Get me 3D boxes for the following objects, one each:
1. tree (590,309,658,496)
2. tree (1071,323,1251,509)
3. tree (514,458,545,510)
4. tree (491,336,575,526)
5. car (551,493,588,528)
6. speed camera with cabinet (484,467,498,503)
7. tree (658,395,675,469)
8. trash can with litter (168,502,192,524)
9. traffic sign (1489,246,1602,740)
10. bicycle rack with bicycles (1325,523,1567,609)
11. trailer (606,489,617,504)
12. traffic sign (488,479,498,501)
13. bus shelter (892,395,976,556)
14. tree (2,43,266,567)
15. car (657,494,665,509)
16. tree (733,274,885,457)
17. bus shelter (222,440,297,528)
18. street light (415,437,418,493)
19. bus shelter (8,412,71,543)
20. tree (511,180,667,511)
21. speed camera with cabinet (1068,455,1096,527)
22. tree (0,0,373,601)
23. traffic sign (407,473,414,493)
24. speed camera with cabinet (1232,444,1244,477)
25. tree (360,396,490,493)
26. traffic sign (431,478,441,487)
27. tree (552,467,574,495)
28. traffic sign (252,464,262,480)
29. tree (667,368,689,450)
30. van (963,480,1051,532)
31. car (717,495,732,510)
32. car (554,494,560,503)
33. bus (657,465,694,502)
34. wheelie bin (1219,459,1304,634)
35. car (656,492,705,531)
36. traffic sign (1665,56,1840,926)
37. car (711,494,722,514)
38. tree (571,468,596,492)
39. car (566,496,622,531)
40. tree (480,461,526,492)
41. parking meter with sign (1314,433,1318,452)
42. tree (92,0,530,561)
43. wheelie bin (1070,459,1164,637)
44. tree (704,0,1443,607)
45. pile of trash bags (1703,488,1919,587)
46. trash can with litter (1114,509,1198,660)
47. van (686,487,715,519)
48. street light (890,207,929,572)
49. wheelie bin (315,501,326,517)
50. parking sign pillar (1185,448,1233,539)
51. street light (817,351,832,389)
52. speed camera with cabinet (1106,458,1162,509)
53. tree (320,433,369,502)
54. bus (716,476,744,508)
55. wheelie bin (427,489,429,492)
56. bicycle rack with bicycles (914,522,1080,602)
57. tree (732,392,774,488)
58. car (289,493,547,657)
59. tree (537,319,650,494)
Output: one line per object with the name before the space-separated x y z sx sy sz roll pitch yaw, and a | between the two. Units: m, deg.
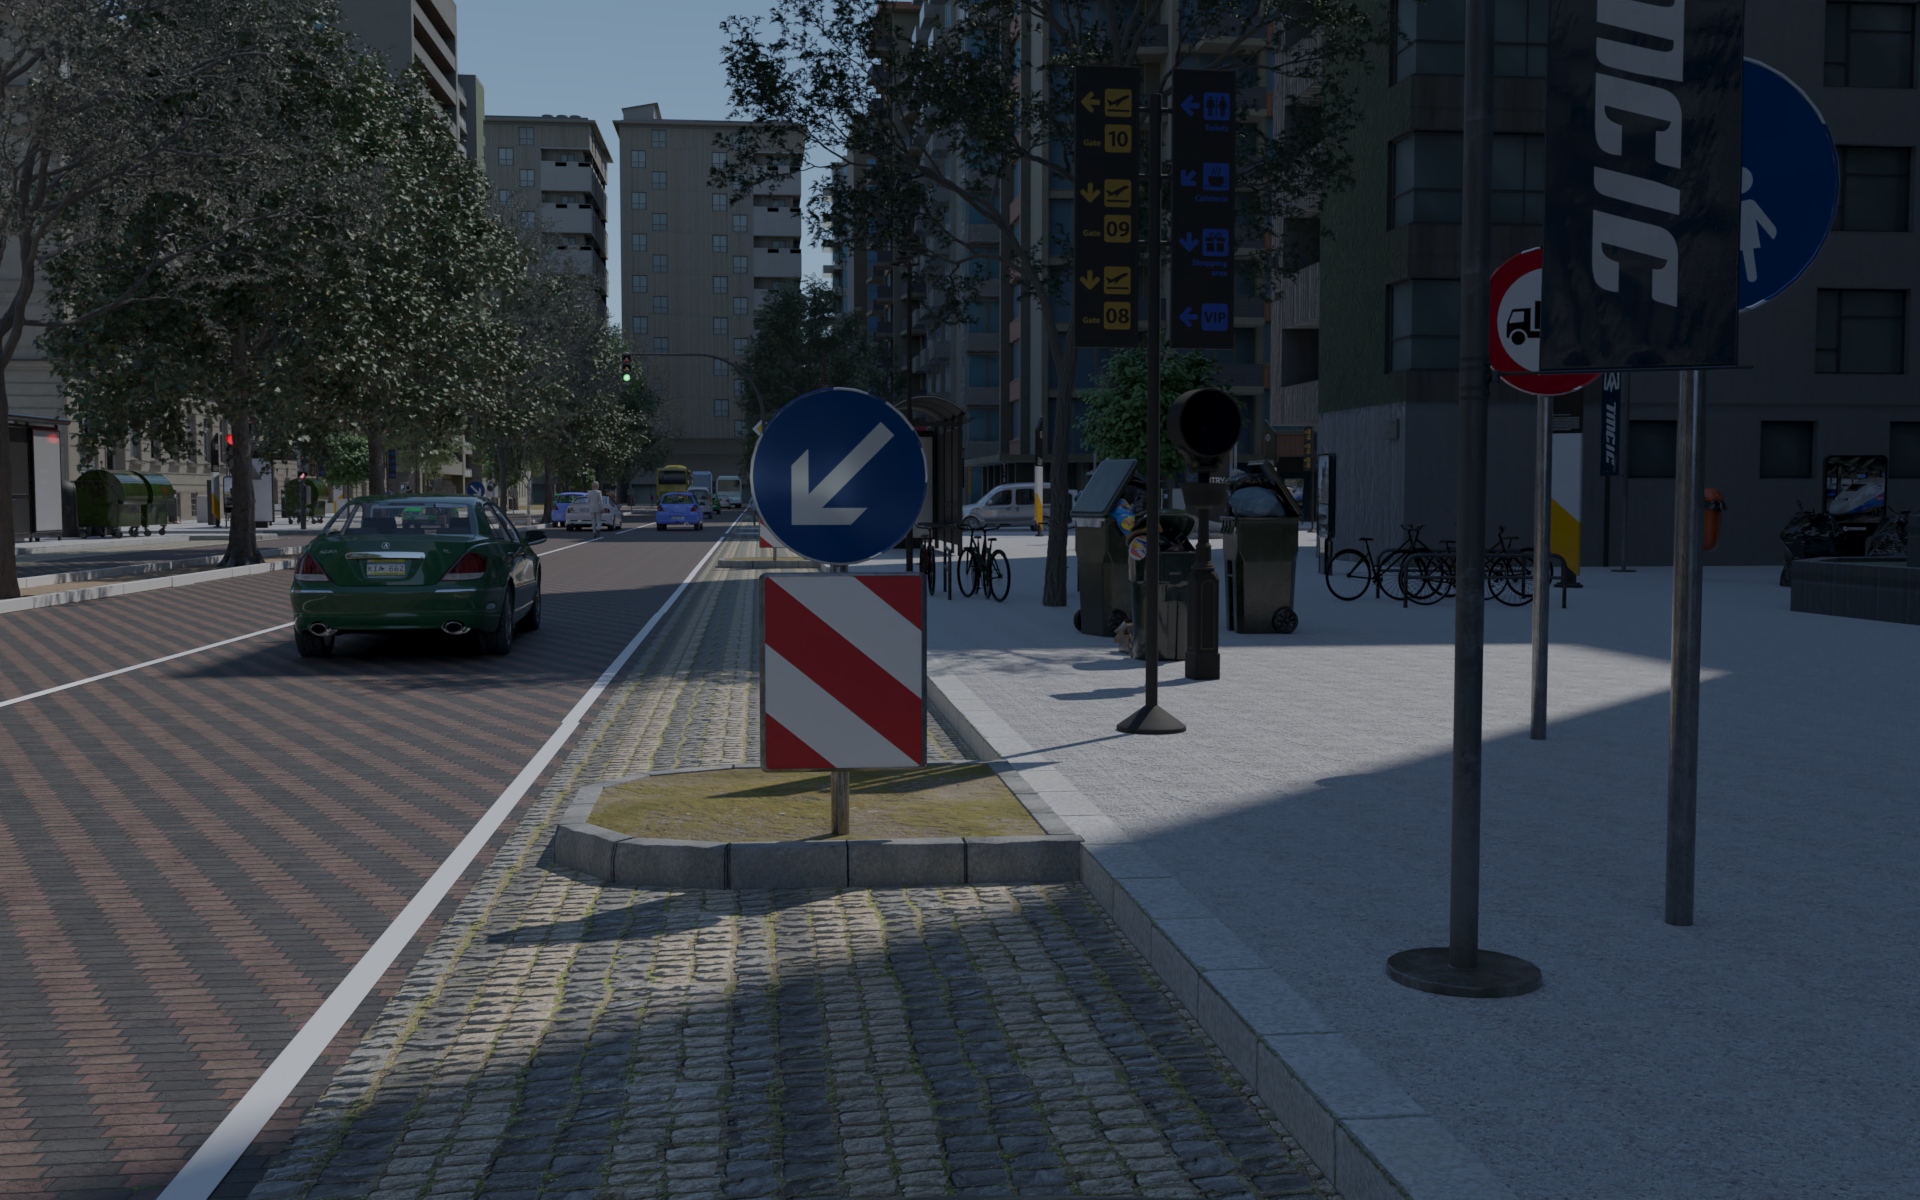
tree | -19.975 -10.055 83.857 9.611 12.733 9.660 0 3 0
tree | 3.853 -3.032 33.294 4.285 4.588 4.351 0 3 0
tree | -34.734 -13.373 136.775 7.486 12.596 7.792 0 3 0
tree | -19.167 -7.583 76.808 4.360 8.622 3.978 0 3 0
car | -16.754 -4.033 75.532 1.945 1.707 3.694 0 4 -5
speed camera with cabinet | -34.465 -8.007 125.250 2.038 3.252 0.660 1 4 12
tree | -23.280 -11.726 111.183 9.611 12.733 9.660 0 3 0
trash can with litter | -34.295 -3.863 74.219 2.233 1.210 1.678 0 4 -2
traffic sign | 3.029 -0.544 8.993 0.768 2.556 0.104 0 3 0
bicycle rack with bicycles | 5.808 -0.434 20.483 2.925 0.926 2.852 0 4 5
trailer | -38.926 -11.398 193.409 1.471 1.999 3.904 0 4 -6
traffic sign | -32.596 -7.333 121.075 0.795 2.450 0.064 0 4 1
bus shelter | -0.982 -2.703 38.114 2.014 3.302 5.546 0 4 -6
tree | -14.158 -7.001 33.936 9.611 12.733 9.660 0 3 0
car | -21.423 -7.135 128.447 2.131 1.459 4.920 0 4 -5
tree | -8.298 -11.834 100.133 9.857 13.997 8.962 0 3 0
bus shelter | -26.972 -4.518 67.787 2.014 3.302 5.546 0 4 -6
street light | -29.333 -7.379 93.435 0.468 5.910 1.993 0 4 -7
bus shelter | -25.068 -4.013 43.245 2.179 5.291 8.768 0 4 -6
tree | -17.897 -9.461 67.511 12.009 13.543 11.850 0 3 0
speed camera with cabinet | 4.633 -4.507 68.030 2.038 3.252 0.660 0 4 -2
tree | -12.974 -6.744 23.086 12.009 13.543 11.850 0 3 0
traffic sign | -32.853 -6.367 104.201 0.768 2.556 0.104 0 4 -4
speed camera with cabinet | 11.131 -4.378 65.919 2.038 3.252 0.660 0 4 -1
tree | -31.393 -11.108 99.749 7.486 12.596 7.792 0 3 0
traffic sign | -32.800 -6.507 108.511 0.606 2.300 0.079 0 4 -3
tree | -36.758 -12.671 157.537 4.737 8.622 4.395 0 3 0
traffic sign | -26.543 -3.957 64.706 0.884 2.594 0.081 0 4 -6
tree | -24.351 -12.855 123.013 12.009 13.543 11.850 0 3 0
van | 1.591 -3.370 62.108 4.112 2.044 2.013 0 4 -6
car | -22.347 -9.138 161.776 2.083 1.381 4.827 0 4 -6
car | -28.094 -6.990 123.089 1.959 1.807 4.718 0 4 -5
bus | -24.298 -9.541 147.548 2.896 3.916 12.252 0 4 -7
wheelie bin | 2.777 -0.499 16.068 0.693 1.594 0.980 0 4 -5
car | -11.122 -3.624 68.842 1.945 1.707 3.694 0 4 -6
traffic sign | 2.151 -0.305 5.101 0.768 2.556 0.104 0 4 2
car | -18.023 -7.035 123.819 1.959 1.807 4.718 0 4 -6
tree | -39.675 -12.153 182.411 4.285 4.588 4.351 0 3 0
car | -14.413 -3.417 68.229 2.083 1.381 4.827 0 4 -6
tree | -33.944 -8.849 128.397 4.285 4.588 4.351 0 3 0
parking meter with sign | 10.834 -3.223 48.965 0.543 3.016 1.738 -2 4 -34
tree | -14.906 -7.617 43.998 9.611 12.733 9.660 0 3 0
wheelie bin | 1.435 -0.483 15.812 0.693 1.594 0.980 -2 4 -26
tree | 1.013 -5.185 19.188 8.767 10.594 7.601 1 4 8
pile of trash bags | 11.924 -0.900 24.465 3.447 1.369 1.912 3 5 42
trash can with litter | 1.465 -0.138 13.648 0.624 1.170 1.055 -1 4 -14
van | -15.346 -5.779 101.499 2.013 2.044 4.112 -1 4 -9
street light | -0.763 -3.257 26.037 0.468 5.910 1.993 0 4 -7
wheelie bin | -35.832 -5.438 96.827 0.980 1.594 0.693 -3 5 -42
parking sign pillar | 7.199 -3.767 50.070 1.447 3.967 1.447 1 4 21
street light | -4.397 -5.100 56.174 0.468 5.910 1.993 0 4 -7
speed camera with cabinet | 4.153 -2.884 41.482 0.660 3.252 2.038 2 4 32
tree | -28.811 -5.963 81.209 4.285 4.588 4.351 0 3 0
bus | -24.359 -11.511 183.063 2.948 3.499 13.247 0 4 -7
wheelie bin | -34.838 -6.515 114.424 0.980 1.594 0.693 -1 4 -8
bicycle rack with bicycles | 0.595 -0.507 21.675 2.852 0.926 2.925 0 4 -1
tree | -20.906 -17.620 205.099 9.611 12.733 9.660 0 3 0
car | -5.138 -0.304 16.766 2.131 1.459 4.920 -1 4 -8
tree | -21.997 -10.595 101.447 9.928 11.665 9.643 0 3 0
